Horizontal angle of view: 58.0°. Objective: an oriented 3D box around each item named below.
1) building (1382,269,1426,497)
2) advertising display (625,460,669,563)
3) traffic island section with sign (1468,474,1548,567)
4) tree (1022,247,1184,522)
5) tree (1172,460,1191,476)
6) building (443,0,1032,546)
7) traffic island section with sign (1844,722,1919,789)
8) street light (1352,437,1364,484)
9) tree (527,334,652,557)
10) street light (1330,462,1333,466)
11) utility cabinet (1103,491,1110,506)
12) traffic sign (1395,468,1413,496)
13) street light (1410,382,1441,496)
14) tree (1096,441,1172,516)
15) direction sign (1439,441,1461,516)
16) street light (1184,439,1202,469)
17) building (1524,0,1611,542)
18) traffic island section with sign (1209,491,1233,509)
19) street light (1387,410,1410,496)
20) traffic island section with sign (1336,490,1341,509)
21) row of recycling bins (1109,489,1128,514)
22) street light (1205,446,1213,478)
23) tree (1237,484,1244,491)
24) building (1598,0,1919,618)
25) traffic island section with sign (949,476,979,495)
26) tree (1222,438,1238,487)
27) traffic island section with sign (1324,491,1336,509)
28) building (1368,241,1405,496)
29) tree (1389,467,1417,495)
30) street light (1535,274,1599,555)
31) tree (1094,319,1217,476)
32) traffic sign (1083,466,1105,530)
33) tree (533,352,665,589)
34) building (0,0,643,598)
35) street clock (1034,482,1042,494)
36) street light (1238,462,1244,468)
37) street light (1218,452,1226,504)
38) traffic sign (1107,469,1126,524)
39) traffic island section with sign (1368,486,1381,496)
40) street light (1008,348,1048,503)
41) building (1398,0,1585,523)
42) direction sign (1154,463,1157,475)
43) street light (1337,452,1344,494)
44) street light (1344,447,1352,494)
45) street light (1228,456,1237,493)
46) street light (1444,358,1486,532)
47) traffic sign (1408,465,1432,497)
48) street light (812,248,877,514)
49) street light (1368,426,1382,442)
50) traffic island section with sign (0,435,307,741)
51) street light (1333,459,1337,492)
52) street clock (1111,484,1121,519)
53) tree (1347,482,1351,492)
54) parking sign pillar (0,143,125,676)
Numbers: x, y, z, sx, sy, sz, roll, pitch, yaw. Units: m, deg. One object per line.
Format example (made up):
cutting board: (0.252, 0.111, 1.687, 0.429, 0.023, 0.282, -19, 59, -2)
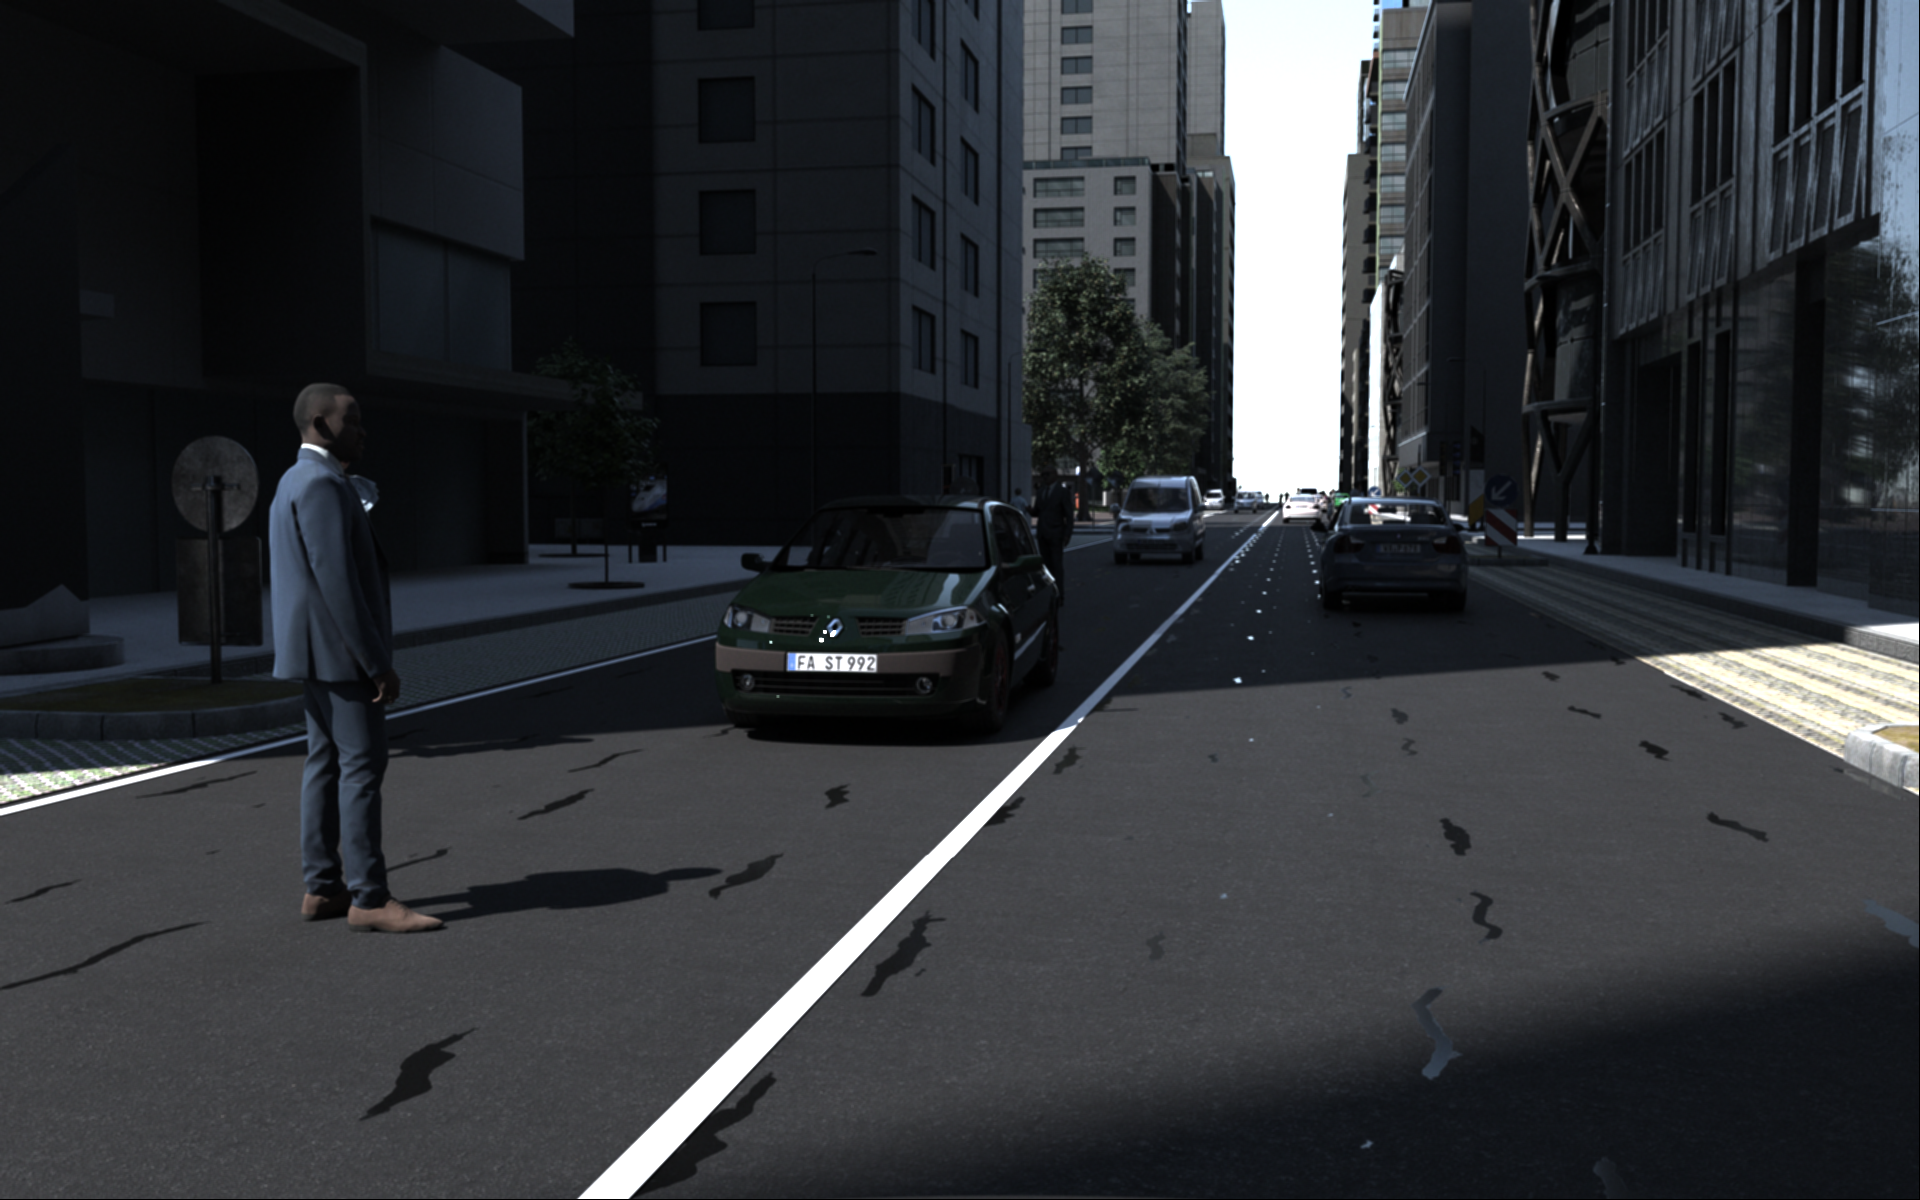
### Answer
building: (36.502, -15.088, 114.133, 16.820, 18.784, 16.811, 1, 4, 11)
advertising display: (-5.856, -1.665, 32.434, 0.123, 1.923, 0.974, 3, 4, 38)
traffic island section with sign: (10.765, -1.620, 35.119, 1.989, 1.847, 2.006, 1, 4, 11)
tree: (5.671, -10.022, 80.862, 9.611, 12.733, 9.660, 0, 3, 0)
tree: (16.705, -9.429, 137.884, 4.285, 4.588, 4.351, 0, 3, 0)
building: (-9.492, -37.521, 51.715, 20.611, 71.187, 20.563, 1, 4, 11)
traffic island section with sign: (5.647, -0.001, 8.652, 1.989, 1.847, 2.006, 1, 4, 11)
street light: (34.395, -10.703, 147.538, 1.470, 5.913, 1.316, 1, 4, 11)
tree: (-7.889, -3.176, 35.647, 4.285, 4.588, 4.351, 0, 3, 0)
street light: (49.961, -15.693, 229.113, 1.470, 5.913, 1.316, 1, 4, 11)
utility cabinet: (11.958, -8.002, 139.507, 0.318, 1.500, 1.173, 3, 4, 39)
traffic sign: (17.306, -3.894, 67.314, 0.795, 2.450, 0.064, 1, 4, 11)
street light: (19.636, -6.081, 71.965, 1.470, 5.913, 1.316, 1, 4, 11)
tree: (9.710, -7.346, 103.818, 4.285, 4.588, 4.351, 0, 3, 0)
direction sign: (20.991, -5.030, 74.242, 0.876, 3.537, 0.379, 0, 4, 7)
street light: (19.384, -10.554, 145.095, 1.470, 5.913, 1.316, 1, 4, 11)
building: (24.534, -11.068, 48.421, 16.820, 18.784, 16.811, 1, 4, 11)
traffic island section with sign: (24.925, -9.635, 166.165, 1.989, 1.847, 2.006, 1, 4, 11)
street light: (24.327, -7.529, 95.642, 1.470, 5.913, 1.316, 1, 4, 11)
traffic island section with sign: (26.479, -6.592, 116.401, 1.989, 1.847, 2.006, 1, 4, 11)
row of recycling bins: (11.343, -6.430, 112.238, 3.534, 1.692, 1.069, 2, 4, 26)
street light: (23.905, -11.968, 168.209, 1.470, 5.913, 1.316, 1, 4, 11)
tree: (48.519, -18.712, 300.537, 1.663, 3.219, 1.824, 0, 3, 0)
building: (17.592, -12.672, 25.211, 12.078, 24.808, 19.932, 1, 4, 11)
traffic island section with sign: (0.046, -1.762, 37.433, 1.989, 1.847, 2.006, 1, 4, 11)
tree: (32.963, -16.458, 219.455, 4.360, 8.622, 3.978, 0, 3, 0)
traffic island section with sign: (41.128, -11.225, 192.159, 1.989, 1.847, 2.006, 1, 4, 11)
building: (36.711, -16.906, 131.160, 10.420, 20.320, 16.860, 1, 4, 11)
tree: (27.052, -6.791, 105.638, 1.663, 3.219, 1.824, 0, 3, 0)
street light: (12.863, -3.923, 36.683, 1.470, 5.913, 1.316, 1, 4, 11)
tree: (13.970, -13.353, 124.982, 9.857, 13.997, 8.962, 0, 3, 0)
traffic sign: (4.754, -3.546, 61.620, 0.795, 2.450, 0.064, 1, 4, 11)
tree: (-4.788, -1.775, 23.619, 1.663, 3.219, 1.824, 0, 3, 0)
building: (-21.418, -26.280, 18.912, 28.713, 52.752, 27.495, 1, 4, 11)
street clock: (4.872, -6.342, 108.255, 0.471, 2.002, 0.358, 3, 4, 39)
street light: (43.922, -18.289, 271.557, 1.470, 5.913, 1.316, 1, 4, 11)
street light: (28.239, -13.342, 190.680, 1.470, 5.913, 1.316, 1, 4, 11)
traffic sign: (6.270, -4.026, 69.461, 0.795, 2.450, 0.064, 1, 4, 11)
traffic island section with sign: (21.376, -4.973, 89.931, 1.989, 1.847, 2.006, 1, 4, 11)
street light: (2.112, -5.072, 55.472, 1.470, 5.913, 1.316, 1, 4, 11)
building: (30.570, -18.046, 88.563, 14.314, 27.812, 24.014, 1, 4, 11)
direction sign: (13.067, -7.580, 115.928, 0.379, 3.537, 0.876, 1, 4, 16)
street light: (43.004, -13.453, 192.492, 1.470, 5.913, 1.316, 1, 4, 11)
street light: (38.758, -12.077, 170.004, 1.470, 5.913, 1.316, 1, 4, 11)
street light: (35.197, -15.524, 226.354, 1.470, 5.913, 1.316, 1, 4, 11)
street light: (17.315, -5.296, 59.132, 1.470, 5.913, 1.316, 1, 4, 11)
traffic sign: (15.791, -3.415, 59.474, 0.795, 2.450, 0.064, 1, 4, 11)
street light: (-2.254, -3.698, 33.007, 1.470, 5.913, 1.316, 1, 4, 11)
street light: (28.667, -8.905, 118.132, 1.470, 5.913, 1.316, 1, 4, 11)
traffic island section with sign: (-5.071, -0.143, 10.966, 1.989, 1.847, 2.006, 1, 4, 11)
street light: (47.629, -14.887, 215.941, 1.470, 5.913, 1.316, 1, 4, 11)
street clock: (7.921, -5.098, 87.915, 0.358, 2.002, 0.471, -2, 4, -35)
tree: (50.939, -14.008, 223.631, 1.663, 3.219, 1.824, 0, 3, 0)
parking sign pillar: (-7.019, -1.487, 12.779, 1.447, 3.967, 1.447, 0, 4, 2)
